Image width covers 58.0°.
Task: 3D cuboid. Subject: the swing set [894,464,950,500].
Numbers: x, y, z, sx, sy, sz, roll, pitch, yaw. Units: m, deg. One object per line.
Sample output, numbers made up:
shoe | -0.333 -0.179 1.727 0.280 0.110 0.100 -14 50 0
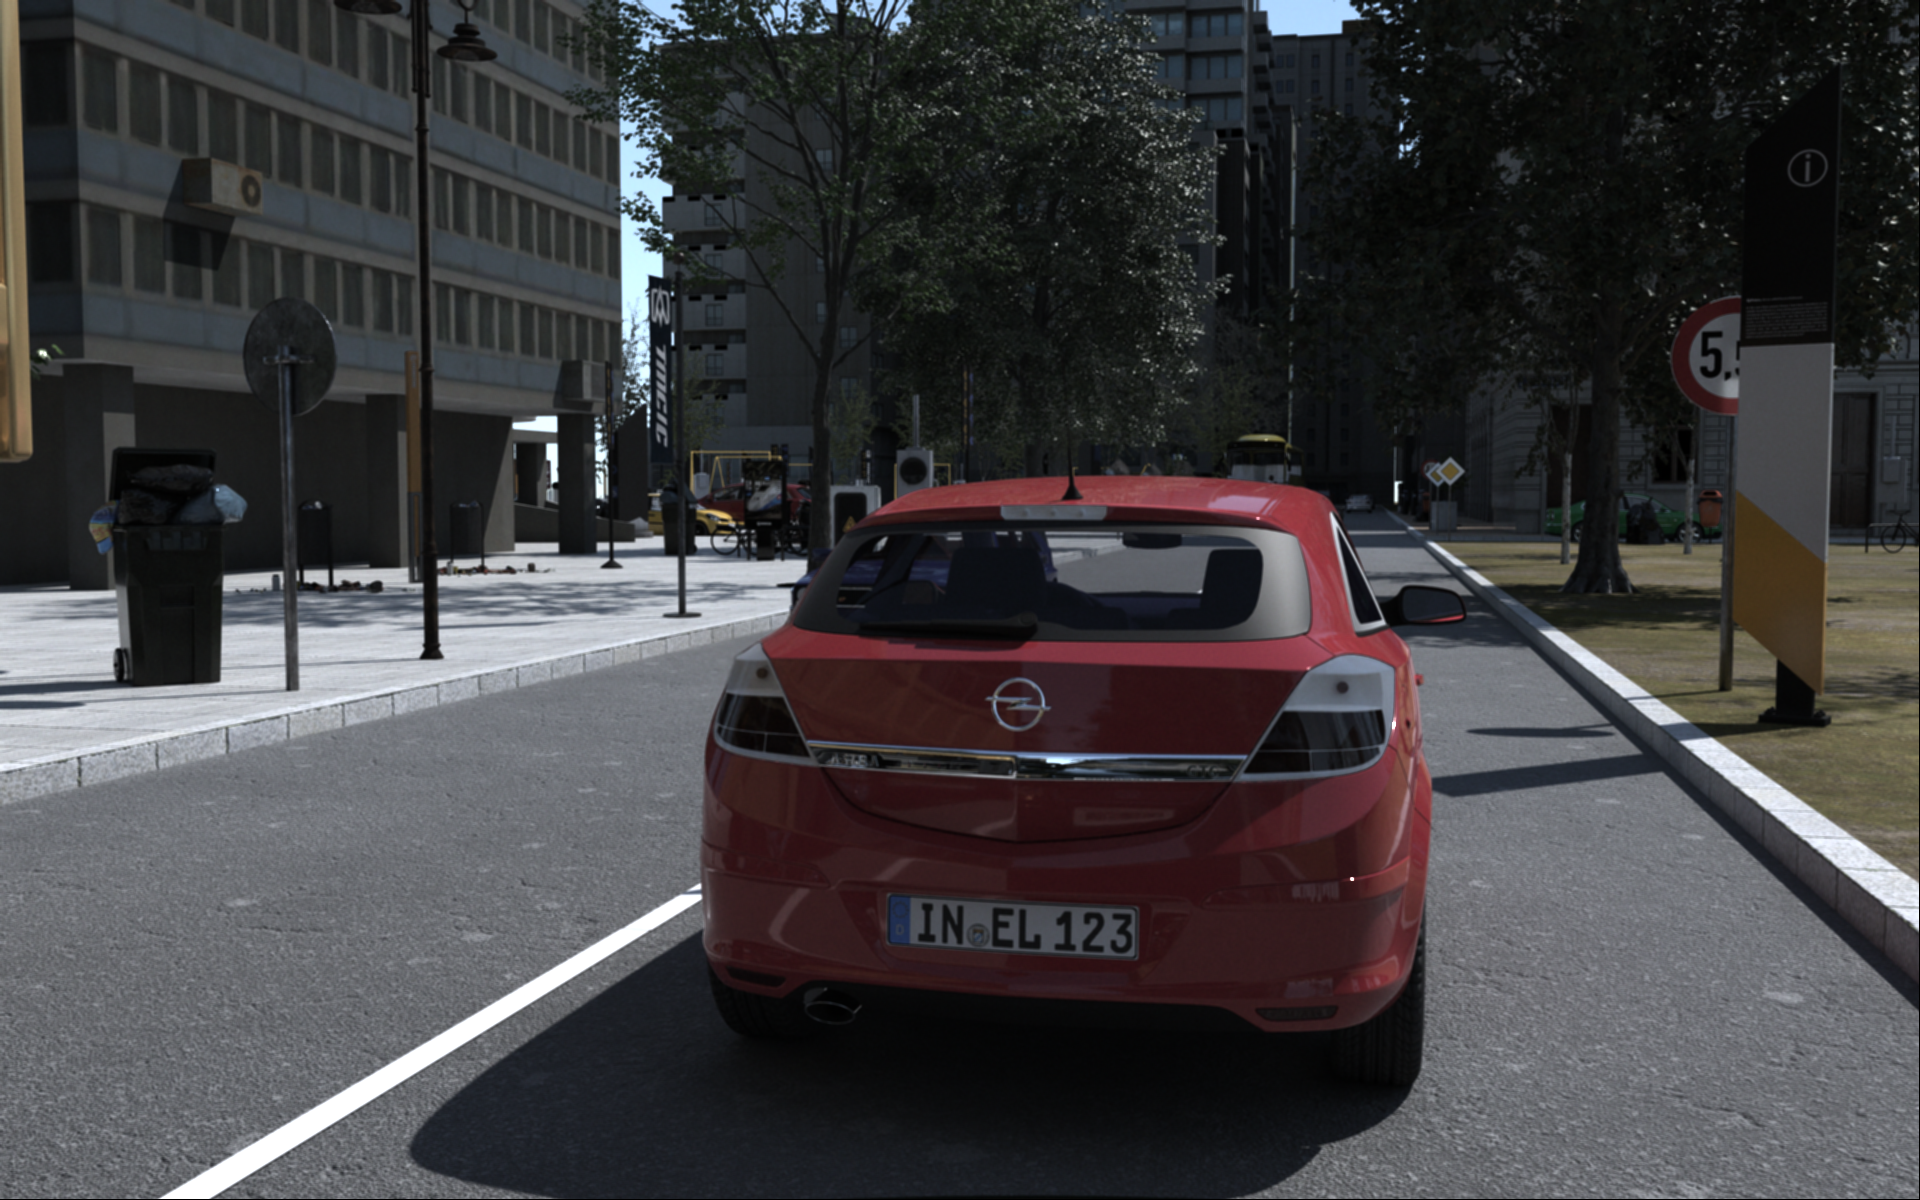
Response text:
swing set | -2.083 -5.668 90.294 3.119 2.851 2.862 0 4 -1

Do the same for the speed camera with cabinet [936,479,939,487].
speed camera with cabinet | -2.359 -6.900 107.152 2.038 3.252 0.660 1 4 18

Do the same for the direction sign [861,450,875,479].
direction sign | -4.738 -5.950 89.287 0.876 3.537 0.379 2 4 34

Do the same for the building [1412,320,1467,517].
building | 36.750 -17.840 110.745 14.314 24.678 30.058 1 4 13

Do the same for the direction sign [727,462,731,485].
direction sign | -16.574 -8.092 124.294 0.379 3.537 0.876 1 4 11

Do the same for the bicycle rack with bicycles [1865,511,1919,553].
bicycle rack with bicycles | 21.149 -1.460 37.257 2.925 0.926 2.852 -1 4 -20

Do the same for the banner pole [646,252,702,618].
banner pole | -2.986 -1.700 17.809 0.401 3.779 0.863 1 4 20

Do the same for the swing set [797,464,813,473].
swing set | -8.611 -5.681 90.507 3.119 2.851 2.862 0 4 -6

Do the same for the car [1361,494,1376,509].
car | 38.370 -9.300 164.064 2.014 1.417 4.499 1 4 11

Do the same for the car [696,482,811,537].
car | -7.065 -2.910 56.250 5.304 1.827 2.281 1 4 12

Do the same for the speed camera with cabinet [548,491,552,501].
speed camera with cabinet | -20.788 -5.718 87.820 2.038 3.252 0.660 1 4 19

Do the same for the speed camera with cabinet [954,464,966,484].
speed camera with cabinet | -0.550 -7.259 113.026 2.038 3.252 0.660 2 4 33

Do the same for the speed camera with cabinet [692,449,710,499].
speed camera with cabinet | -10.911 -5.072 77.260 2.038 3.252 0.660 -2 4 -26

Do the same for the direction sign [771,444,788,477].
direction sign | -8.207 -5.315 78.902 0.876 3.537 0.379 1 4 23

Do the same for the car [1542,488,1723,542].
car | 18.792 -2.426 48.454 4.718 1.807 1.959 1 4 13

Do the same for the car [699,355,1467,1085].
car | 0.609 0.197 5.825 2.155 1.783 4.494 1 4 13

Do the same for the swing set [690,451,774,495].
swing set | -8.490 -4.015 63.269 3.119 2.851 2.862 0 4 -5

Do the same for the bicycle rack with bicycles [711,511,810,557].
bicycle rack with bicycles | -3.776 -1.399 36.260 2.925 0.926 2.852 0 4 2

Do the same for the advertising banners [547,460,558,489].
advertising banners | -20.731 -5.720 89.716 2.074 3.025 0.090 -3 5 -43

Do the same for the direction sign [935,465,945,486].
direction sign | -1.522 -8.588 132.418 0.876 3.537 0.379 -1 4 -23

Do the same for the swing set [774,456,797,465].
swing set | -8.858 -4.527 71.644 3.119 2.851 2.862 1 4 16

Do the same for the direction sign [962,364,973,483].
direction sign | 0.132 -2.359 30.574 0.379 3.537 0.876 1 4 12

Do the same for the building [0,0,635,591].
building | -20.099 -20.884 33.335 23.993 40.220 32.217 1 4 13

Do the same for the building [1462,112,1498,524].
building | 31.415 -14.818 84.073 13.314 21.916 24.055 1 4 13

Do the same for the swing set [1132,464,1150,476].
swing set | 9.794 -5.665 90.236 2.862 2.851 3.119 0 4 7

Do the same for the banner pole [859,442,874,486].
banner pole | -4.281 -5.663 82.614 0.401 3.779 0.863 2 4 29

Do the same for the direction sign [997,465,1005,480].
direction sign | 3.151 -8.690 134.079 0.876 3.537 0.379 -3 4 -38

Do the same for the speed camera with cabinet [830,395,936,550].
speed camera with cabinet | -1.577 -2.452 34.433 2.038 3.252 0.660 0 4 6

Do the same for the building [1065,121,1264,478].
building | 16.529 -22.399 137.920 14.160 30.474 14.107 1 4 13

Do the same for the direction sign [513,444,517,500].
direction sign | -17.723 -4.699 68.829 0.379 3.537 0.876 3 5 41

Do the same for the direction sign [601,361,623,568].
direction sign | -6.040 -2.320 29.929 0.379 3.537 0.876 0 4 -5

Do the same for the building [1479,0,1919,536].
building | 28.353 -13.519 57.195 21.152 22.565 11.583 1 4 13

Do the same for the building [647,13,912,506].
building | -19.149 -37.392 200.603 27.495 52.752 28.713 1 4 13

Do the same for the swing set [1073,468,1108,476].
swing set | 8.227 -6.400 102.265 3.119 2.851 2.862 0 4 5

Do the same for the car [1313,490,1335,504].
car | 30.309 -8.368 145.495 2.281 1.827 5.304 1 4 13

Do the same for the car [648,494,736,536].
car | -9.013 -2.702 54.400 3.980 1.641 2.015 1 4 15

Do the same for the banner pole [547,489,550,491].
banner pole | -33.061 -9.093 138.691 0.863 3.779 0.401 0 4 5

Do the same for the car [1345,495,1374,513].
car | 30.206 -7.256 130.995 2.083 1.381 4.827 1 4 14

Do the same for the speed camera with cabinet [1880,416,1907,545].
speed camera with cabinet | 24.181 -3.008 43.519 2.038 3.252 0.660 2 4 30

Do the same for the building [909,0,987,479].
building | 8.884 -40.122 197.990 28.212 58.520 21.231 1 4 13

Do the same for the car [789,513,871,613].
car | -0.225 -0.171 15.378 1.945 1.354 3.894 1 4 13

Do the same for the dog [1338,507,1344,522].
dog | 17.969 -3.949 81.409 0.513 0.831 0.800 3 5 42

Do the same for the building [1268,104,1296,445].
building | 30.505 -33.449 197.008 14.200 45.320 14.600 1 4 13
